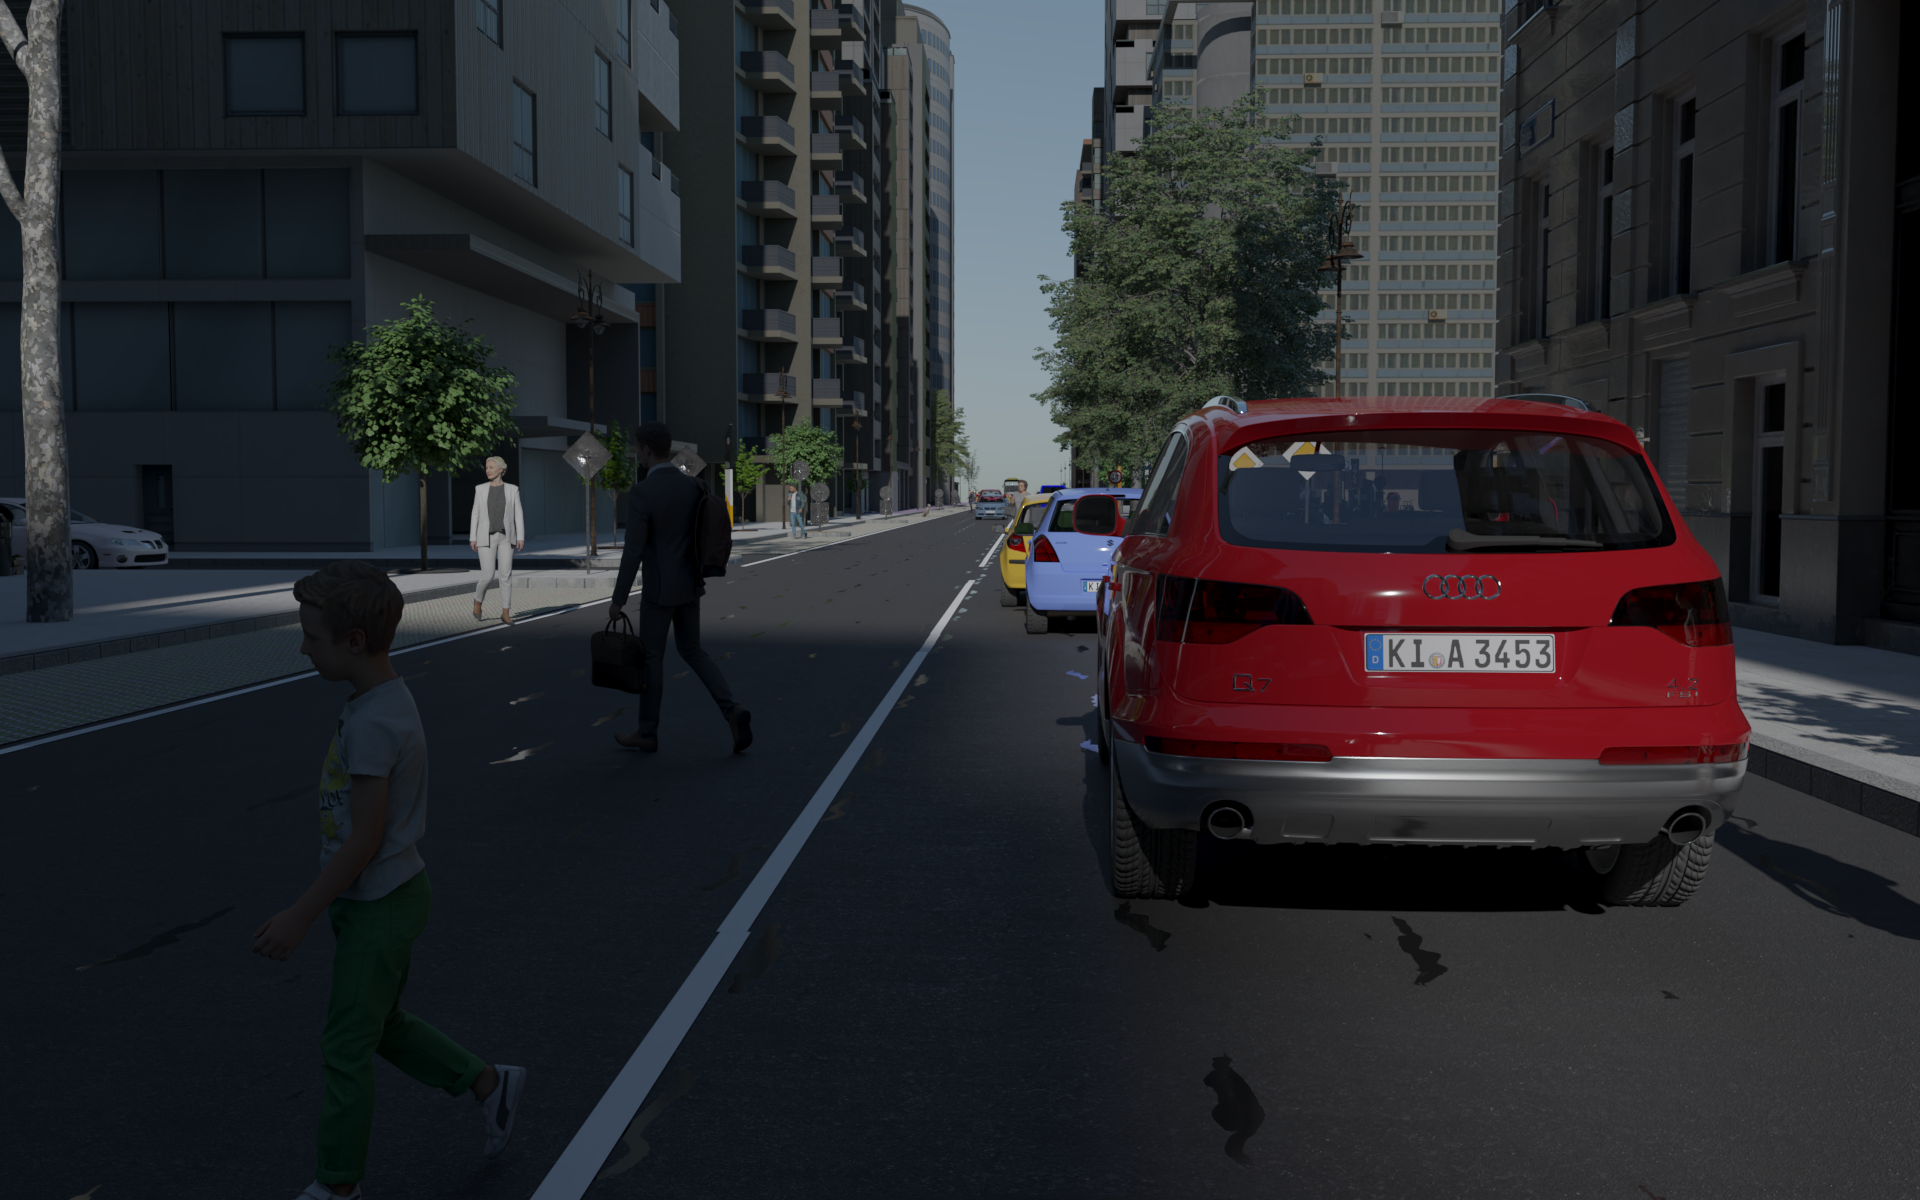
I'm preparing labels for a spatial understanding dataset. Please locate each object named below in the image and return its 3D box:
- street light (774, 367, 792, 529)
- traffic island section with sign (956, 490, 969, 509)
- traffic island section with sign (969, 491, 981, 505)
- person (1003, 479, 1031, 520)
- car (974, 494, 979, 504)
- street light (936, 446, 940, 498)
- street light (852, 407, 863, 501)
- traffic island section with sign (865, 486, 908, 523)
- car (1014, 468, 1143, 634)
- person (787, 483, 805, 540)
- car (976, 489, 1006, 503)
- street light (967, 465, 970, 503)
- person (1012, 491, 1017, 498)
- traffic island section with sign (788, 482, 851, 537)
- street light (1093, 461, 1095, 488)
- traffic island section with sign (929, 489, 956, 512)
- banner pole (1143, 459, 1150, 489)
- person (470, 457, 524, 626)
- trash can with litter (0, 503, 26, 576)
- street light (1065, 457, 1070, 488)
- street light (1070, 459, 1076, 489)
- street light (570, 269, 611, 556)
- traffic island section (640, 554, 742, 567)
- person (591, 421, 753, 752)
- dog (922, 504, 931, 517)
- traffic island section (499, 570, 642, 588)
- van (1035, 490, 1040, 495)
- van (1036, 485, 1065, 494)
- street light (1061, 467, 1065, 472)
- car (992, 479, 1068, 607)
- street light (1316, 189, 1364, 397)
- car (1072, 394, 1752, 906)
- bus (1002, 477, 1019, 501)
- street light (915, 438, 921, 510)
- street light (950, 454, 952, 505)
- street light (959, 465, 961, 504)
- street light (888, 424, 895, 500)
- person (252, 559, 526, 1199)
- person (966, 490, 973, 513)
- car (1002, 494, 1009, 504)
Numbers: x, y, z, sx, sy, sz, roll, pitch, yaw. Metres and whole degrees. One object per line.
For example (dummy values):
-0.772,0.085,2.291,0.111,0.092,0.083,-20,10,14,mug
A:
-6.409,-5.512,62.904,0.468,5.910,1.993,0,4,2,street light
-0.439,-9.411,162.496,1.989,1.847,2.006,0,4,2,traffic island section with sign
1.818,-12.782,217.617,1.989,1.847,2.006,0,4,2,traffic island section with sign
1.364,-2.002,41.589,0.716,1.782,0.532,1,4,18,person
2.865,-13.879,237.147,2.015,1.641,3.980,0,4,4,car
-2.167,-11.885,167.109,0.468,5.910,1.993,0,4,2,street light
-5.362,-7.199,90.499,0.468,5.910,1.993,0,4,2,street light
-3.584,-4.683,85.191,1.989,1.847,2.006,0,4,2,traffic island section with sign
1.556,-0.572,18.952,1.945,1.707,3.694,0,4,2,car
-5.158,-2.783,54.351,0.623,1.781,0.721,1,4,10,person
2.301,-7.388,129.459,2.281,1.827,5.304,0,4,0,car
1.274,-16.964,250.155,0.468,5.910,1.993,0,4,2,street light
7.243,-12.953,220.419,1.348,1.807,0.705,-2,4,-24,person
-4.703,-3.036,58.259,1.989,1.847,2.006,0,4,2,traffic island section with sign
10.091,-9.647,130.519,0.468,5.910,1.993,0,4,2,street light
-1.556,-7.719,134.826,1.989,1.847,2.006,0,4,2,traffic island section with sign
11.703,-7.164,107.141,0.863,3.779,0.401,1,4,20,banner pole
-5.118,-0.653,19.062,0.514,1.842,0.818,-3,4,-36,person
-15.139,-0.968,27.221,0.624,1.170,1.055,-1,4,-10,trash can with litter
13.555,-14.759,214.090,0.468,5.910,1.993,0,4,2,street light
12.306,-13.017,185.623,0.468,5.910,1.993,0,4,2,street light
-7.601,-3.852,35.776,0.468,5.910,1.993,0,4,2,street light
-5.618,-0.814,35.585,2.009,0.180,2.903,0,4,2,traffic island section
-1.586,-0.065,9.528,0.822,1.834,0.622,2,4,29,person
-2.100,-5.483,106.490,0.513,0.831,0.800,-1,4,-16,dog
-5.944,-0.326,27.607,2.009,0.180,2.903,0,4,2,traffic island section
8.784,-10.912,185.422,2.013,2.044,4.112,0,4,4,van
6.404,-7.064,119.886,2.240,2.365,5.245,0,4,2,van
14.654,-16.440,241.586,0.468,5.910,1.993,0,4,2,street light
1.427,-0.802,23.336,2.015,1.641,3.980,0,4,3,car
5.815,-3.294,26.645,0.468,5.910,1.993,0,4,2,street light
1.635,0.064,7.620,2.281,1.827,5.304,0,4,4,car
7.869,-16.462,260.692,2.896,3.916,12.252,0,4,2,bus
-3.414,-10.219,139.873,0.468,5.910,1.993,0,4,2,street light
-1.044,-13.629,195.614,0.468,5.910,1.993,0,4,2,street light
0.030,-15.288,222.747,0.468,5.910,1.993,0,4,2,street light
-4.484,-8.545,112.497,0.468,5.910,1.993,0,4,2,street light
-1.138,0.567,3.481,0.590,1.304,0.306,-3,5,-41,person
0.755,-7.669,134.337,0.568,1.767,0.683,-2,4,-23,person
4.887,-11.994,208.103,2.014,1.417,4.499,0,4,0,car
